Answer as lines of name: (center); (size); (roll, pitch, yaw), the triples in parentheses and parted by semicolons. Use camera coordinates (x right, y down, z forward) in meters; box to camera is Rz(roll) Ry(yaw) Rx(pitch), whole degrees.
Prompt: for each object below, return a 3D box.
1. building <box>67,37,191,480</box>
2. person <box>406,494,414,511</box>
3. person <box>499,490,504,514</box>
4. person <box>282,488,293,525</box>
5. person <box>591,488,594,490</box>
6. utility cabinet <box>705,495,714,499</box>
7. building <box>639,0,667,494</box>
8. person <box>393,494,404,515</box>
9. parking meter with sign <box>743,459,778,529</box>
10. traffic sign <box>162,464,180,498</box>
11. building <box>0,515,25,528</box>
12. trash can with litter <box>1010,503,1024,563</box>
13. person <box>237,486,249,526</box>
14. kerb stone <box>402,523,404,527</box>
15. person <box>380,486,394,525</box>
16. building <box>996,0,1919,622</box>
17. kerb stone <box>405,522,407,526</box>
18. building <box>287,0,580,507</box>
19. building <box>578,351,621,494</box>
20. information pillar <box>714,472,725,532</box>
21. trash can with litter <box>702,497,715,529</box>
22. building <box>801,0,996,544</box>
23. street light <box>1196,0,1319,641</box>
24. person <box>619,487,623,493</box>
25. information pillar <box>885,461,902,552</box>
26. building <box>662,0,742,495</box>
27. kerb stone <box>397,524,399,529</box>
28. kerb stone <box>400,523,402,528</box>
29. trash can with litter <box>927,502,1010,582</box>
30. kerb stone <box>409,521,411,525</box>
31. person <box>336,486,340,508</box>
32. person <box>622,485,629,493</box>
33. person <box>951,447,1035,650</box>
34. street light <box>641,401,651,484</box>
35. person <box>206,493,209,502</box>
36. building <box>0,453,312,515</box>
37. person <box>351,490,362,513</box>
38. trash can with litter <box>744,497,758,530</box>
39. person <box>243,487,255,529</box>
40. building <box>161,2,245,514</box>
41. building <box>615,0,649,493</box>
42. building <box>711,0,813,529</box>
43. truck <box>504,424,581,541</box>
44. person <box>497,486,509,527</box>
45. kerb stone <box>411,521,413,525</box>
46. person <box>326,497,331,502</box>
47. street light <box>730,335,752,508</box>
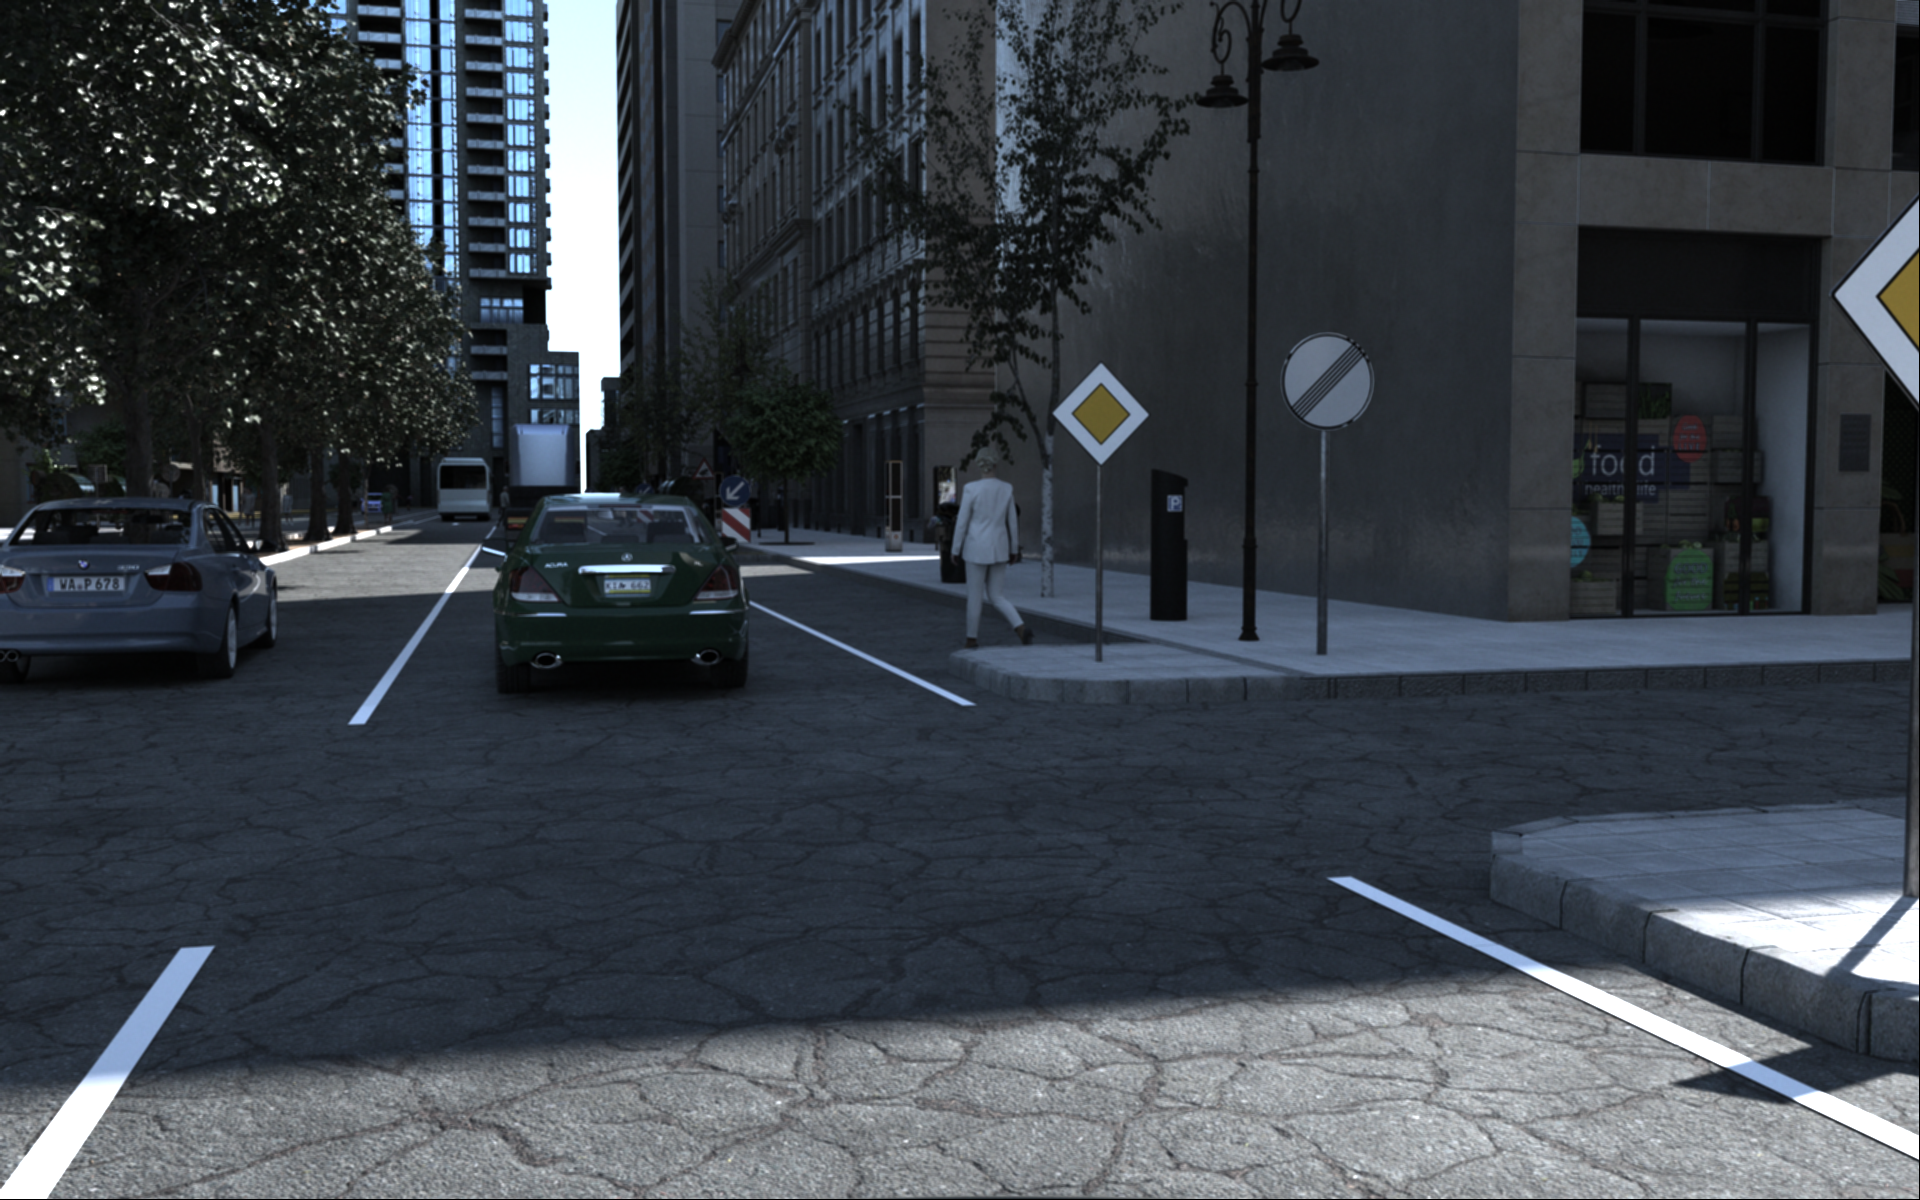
building: (-56.686, -30.593, 89.428); (28.713, 52.752, 27.495); (-1, 4, -14)
person: (-47.729, -8.476, 150.308); (0.697, 1.427, 0.421); (-2, 4, -33)
person: (-32.525, -6.950, 123.048); (0.530, 1.710, 0.541); (-1, 4, -12)
person: (-30.929, -4.291, 79.663); (0.512, 1.701, 0.522); (-1, 4, -9)
person: (-24.775, -6.606, 116.516); (0.705, 1.824, 1.348); (0, 4, -8)
utility cabinet: (-11.912, -4.335, 82.032); (0.306, 1.237, 1.020); (2, 4, 33)
building: (-16.542, -29.384, 130.541); (14.600, 45.320, 14.200); (-1, 4, -14)
person: (-39.200, -6.789, 120.223); (1.217, 1.743, 0.721); (-1, 4, -13)
parking meter with sign: (-7.378, -4.130, 63.782); (0.543, 3.016, 1.738); (2, 4, 28)
traffic sign: (-33.232, -4.455, 72.951); (0.768, 2.556, 0.104); (-1, 4, -8)
building: (-47.970, -12.950, 56.769); (27.650, 21.520, 28.899); (-1, 4, -14)
trash can with litter: (0.851, -1.291, 32.500); (0.624, 1.170, 1.055); (1, 4, 11)
person: (-31.878, -4.177, 77.134); (0.599, 1.781, 0.374); (0, 4, -2)
kerb stone: (-23.856, -3.146, 73.634); (0.120, 0.150, 1.000); (-1, 4, -14)
person: (-26.678, -4.397, 80.636); (0.600, 1.795, 0.529); (-2, 4, -28)
building: (19.580, -13.790, 29.981); (34.151, 26.468, 19.350); (-1, 4, -14)
kerb stone: (-24.371, -3.265, 75.628); (0.120, 0.150, 1.000); (-1, 4, -14)
building: (-55.254, -52.813, 176.167); (31.000, 86.520, 22.319); (-1, 4, -14)
building: (-24.276, -53.263, 183.522); (31.000, 86.520, 22.319); (-1, 4, -14)
information pillar: (-8.146, -3.319, 58.753); (0.304, 2.012, 0.304); (0, 4, 6)
trash can with litter: (-8.735, -2.989, 60.257); (0.624, 1.170, 1.055); (-1, 4, -17)
building: (1.389, -12.519, 53.837); (9.793, 20.994, 18.267); (-1, 4, -14)
street light: (2.536, -2.583, 15.024); (0.468, 5.910, 1.993); (-1, 4, -14)
person: (-15.849, -4.413, 81.130); (0.782, 1.767, 0.515); (2, 4, 30)
information pillar: (-1.470, -2.075, 38.415); (0.304, 2.012, 0.304); (-2, 4, -23)
building: (-8.334, -34.761, 110.347); (21.231, 58.520, 28.212); (-1, 4, -14)
kerb stone: (-23.103, -2.963, 70.660); (0.120, 0.150, 1.000); (-1, 4, -14)
kerb stone: (-23.604, -3.081, 72.643); (0.120, 0.150, 1.000); (-1, 4, -14)
trash can with litter: (0.089, -0.848, 25.255); (1.055, 1.170, 0.624); (-3, 5, -42)
kerb stone: (-25.130, -3.451, 78.615); (0.120, 0.150, 1.000); (-1, 4, -14)
person: (-27.516, -4.203, 77.198); (0.573, 1.828, 0.580); (1, 4, 14)
person: (-14.687, -4.110, 75.802); (0.767, 1.812, 0.694); (1, 4, 21)
person: (0.279, -0.409, 15.071); (0.818, 1.842, 0.514); (3, 5, 41)
street light: (-15.552, -6.932, 86.127); (0.468, 5.910, 1.993); (-1, 4, -14)
person: (-30.888, -3.792, 70.594); (0.850, 1.850, 0.679); (-1, 4, -20)
building: (-67.414, -17.722, 134.793); (28.899, 21.520, 27.650); (-1, 4, -14)
person: (-45.368, -7.377, 129.896); (1.217, 1.735, 0.721); (1, 4, 9)
trash can with litter: (-7.510, -3.049, 61.239); (0.624, 1.170, 1.055); (-2, 4, -25)
person: (-29.405, -3.819, 71.699); (0.466, 1.731, 0.760); (-1, 4, -17)
building: (-54.807, -28.226, 111.613); (14.600, 45.320, 14.200); (-1, 4, -14)
building: (-18.047, -32.150, 149.350); (21.300, 48.544, 21.600); (-1, 4, -14)
building: (-3.203, -17.005, 75.298); (12.463, 27.353, 25.104); (-1, 4, -14)
truck: (-14.704, -4.369, 61.199); (2.967, 4.110, 18.799); (-1, 4, -14)
person: (-19.711, -4.043, 75.087); (0.782, 1.767, 0.515); (3, 5, 42)
kerb stone: (-25.377, -3.511, 79.618); (0.120, 0.150, 1.000); (-1, 4, -14)
person: (-40.618, -6.209, 110.022); (1.348, 1.824, 0.705); (-3, 5, -42)
street light: (-6.383, -4.760, 50.607); (0.468, 5.910, 1.993); (-1, 4, -14)
